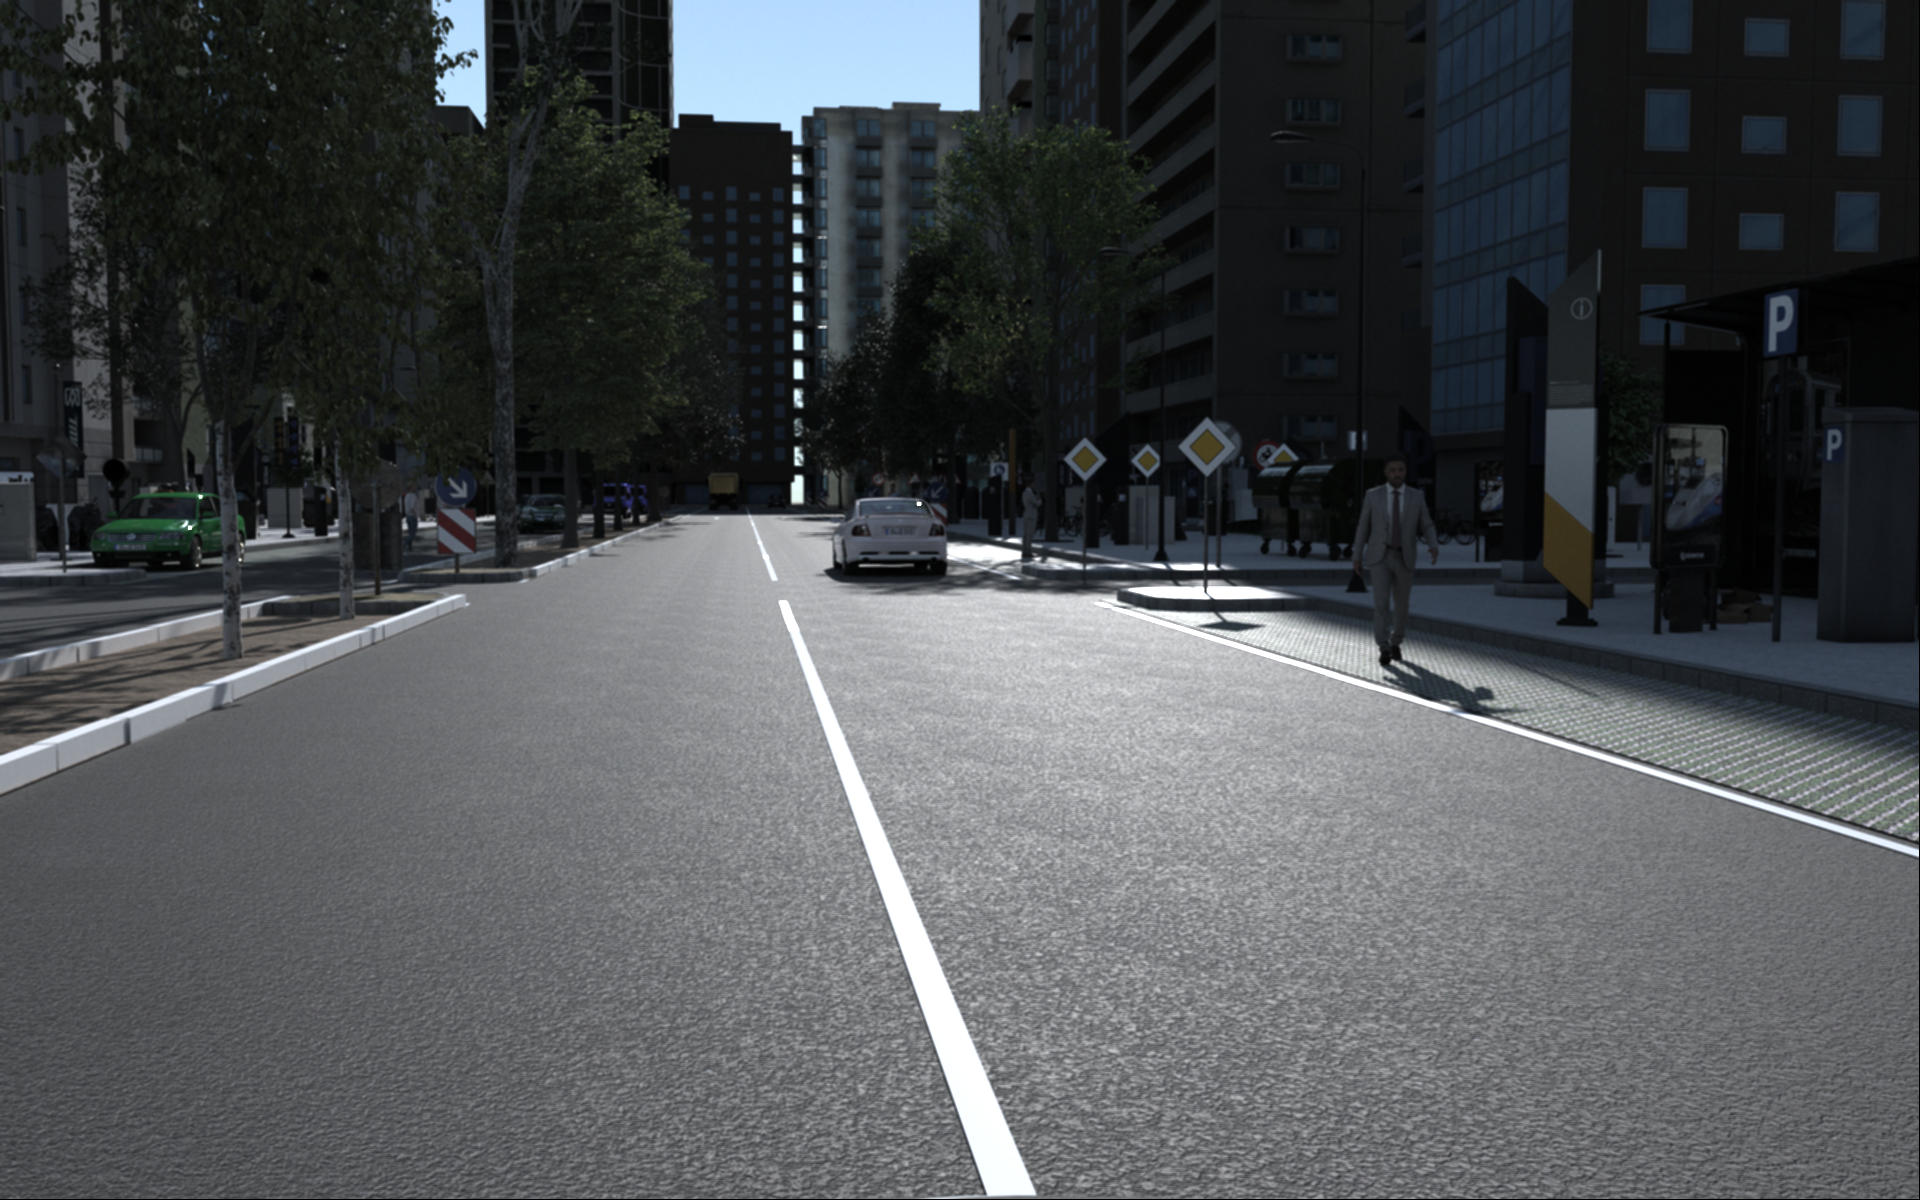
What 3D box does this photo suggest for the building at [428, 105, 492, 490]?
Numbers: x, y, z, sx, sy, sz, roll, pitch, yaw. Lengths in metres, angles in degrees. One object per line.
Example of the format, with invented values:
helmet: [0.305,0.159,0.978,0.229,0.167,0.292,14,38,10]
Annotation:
building: [-67.229,-35.617,206.031,21.600,48.544,21.300,0,4,-7]

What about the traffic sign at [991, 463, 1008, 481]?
traffic sign: [1.273,-3.296,56.023,0.606,2.300,0.079,0,4,-2]

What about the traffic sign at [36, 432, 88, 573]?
traffic sign: [-14.631,-1.505,28.245,0.795,2.450,0.064,0,4,-7]

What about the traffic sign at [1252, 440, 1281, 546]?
traffic sign: [7.224,-2.482,40.680,0.768,2.556,0.104,0,4,1]

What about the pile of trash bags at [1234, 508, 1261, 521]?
pile of trash bags: [10.891,-3.415,65.583,3.447,1.369,1.912,-1,4,-19]

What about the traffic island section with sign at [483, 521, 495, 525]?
traffic island section with sign: [-20.852,-4.357,79.869,1.989,1.847,2.006,0,4,-7]

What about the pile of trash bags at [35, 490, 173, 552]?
pile of trash bags: [-19.639,-1.814,39.409,3.447,1.369,1.912,-1,4,-22]

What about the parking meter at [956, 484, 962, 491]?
parking meter: [-0.135,-5.523,96.018,0.399,1.863,0.255,-2,4,-31]

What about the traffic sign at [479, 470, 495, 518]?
traffic sign: [-25.416,-5.699,93.190,0.884,2.594,0.081,0,4,-6]

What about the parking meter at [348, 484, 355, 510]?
parking meter: [-35.182,-5.777,100.168,0.255,1.863,0.399,1,4,10]

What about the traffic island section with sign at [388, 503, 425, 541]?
traffic island section with sign: [-17.420,-2.699,52.754,1.989,1.847,2.006,0,4,-7]

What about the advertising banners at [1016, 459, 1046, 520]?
advertising banners: [3.569,-5.478,85.755,2.074,3.025,0.090,-2,4,-33]

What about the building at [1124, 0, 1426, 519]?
building: [21.590,-28.746,93.706,21.300,48.544,21.600,0,4,-7]

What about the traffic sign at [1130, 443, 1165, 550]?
traffic sign: [4.279,-2.350,39.609,0.795,2.450,0.064,0,4,-5]

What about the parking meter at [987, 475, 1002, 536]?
parking meter: [1.065,-2.902,53.161,0.399,1.863,0.255,3,5,41]

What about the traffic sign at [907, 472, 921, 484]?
traffic sign: [-2.469,-5.783,94.550,0.884,2.594,0.081,0,4,-2]

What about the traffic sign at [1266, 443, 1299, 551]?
traffic sign: [7.271,-2.312,38.987,0.795,2.450,0.064,0,4,-3]

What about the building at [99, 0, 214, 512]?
building: [-46.826,-24.590,85.647,14.154,41.232,14.086,0,4,-7]

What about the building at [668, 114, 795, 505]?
building: [-27.323,-34.123,208.018,14.200,45.320,14.600,0,4,-7]

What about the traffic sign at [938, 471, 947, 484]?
traffic sign: [-0.964,-5.749,93.993,0.884,2.594,0.081,0,4,-3]

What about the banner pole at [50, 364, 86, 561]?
banner pole: [-17.334,-2.669,33.660,0.401,3.779,0.863,1,4,18]

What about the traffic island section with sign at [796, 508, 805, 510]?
traffic island section with sign: [-14.097,-9.222,159.408,1.989,1.847,2.006,0,4,-7]

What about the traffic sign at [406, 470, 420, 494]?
traffic sign: [-28.942,-5.603,91.715,0.768,2.556,0.104,0,4,-3]

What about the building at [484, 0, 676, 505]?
building: [-44.933,-47.065,207.760,20.611,71.187,20.563,0,4,-7]

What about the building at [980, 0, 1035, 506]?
building: [16.788,-34.661,155.949,28.713,52.752,27.495,0,4,-7]

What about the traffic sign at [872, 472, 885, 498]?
traffic sign: [-4.721,-6.148,100.623,0.768,2.556,0.104,0,4,-4]

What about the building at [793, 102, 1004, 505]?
building: [-5.672,-36.395,214.667,30.456,49.044,23.786,0,4,-7]

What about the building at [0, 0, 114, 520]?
building: [-44.330,-31.444,56.109,21.231,58.520,28.212,0,4,-7]

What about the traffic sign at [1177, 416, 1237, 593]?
traffic sign: [3.184,-1.148,22.418,0.795,2.450,0.064,0,4,-7]

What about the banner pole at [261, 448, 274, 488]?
banner pole: [-37.270,-6.326,93.439,0.401,3.779,0.863,3,5,43]

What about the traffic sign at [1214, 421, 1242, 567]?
traffic sign: [4.532,-1.847,30.306,0.768,2.556,0.104,0,4,-4]

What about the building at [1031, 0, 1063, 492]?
building: [12.396,-27.513,133.430,14.154,41.232,14.086,0,4,-7]

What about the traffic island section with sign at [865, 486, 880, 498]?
traffic island section with sign: [-4.291,-4.479,81.852,1.989,1.847,2.006,0,4,-7]

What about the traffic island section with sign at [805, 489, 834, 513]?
traffic island section with sign: [-10.575,-7.526,131.670,1.989,1.847,2.006,0,4,-7]

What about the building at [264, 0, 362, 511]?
building: [-52.822,-48.981,113.507,22.319,86.520,31.000,0,4,-7]

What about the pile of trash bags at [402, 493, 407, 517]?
pile of trash bags: [-31.519,-5.361,97.404,1.912,1.369,3.447,0,4,-7]

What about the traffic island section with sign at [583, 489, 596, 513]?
traffic island section with sign: [-27.090,-7.386,129.394,1.989,1.847,2.006,0,4,-7]

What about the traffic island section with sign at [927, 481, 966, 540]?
traffic island section with sign: [-0.914,-2.843,55.108,1.989,1.847,2.006,0,4,-7]

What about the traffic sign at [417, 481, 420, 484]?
traffic sign: [-29.498,-5.712,93.504,0.768,2.556,0.104,0,4,-4]

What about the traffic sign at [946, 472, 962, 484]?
traffic sign: [-0.322,-5.675,92.795,0.884,2.594,0.081,0,4,-5]

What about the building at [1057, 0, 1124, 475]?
building: [14.859,-28.702,119.387,14.600,45.320,14.200,0,4,-7]

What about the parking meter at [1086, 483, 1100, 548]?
parking meter: [3.130,-2.004,41.179,0.372,1.533,0.369,0,3,0]

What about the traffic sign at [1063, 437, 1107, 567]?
traffic sign: [2.183,-1.633,30.341,0.795,2.450,0.064,0,4,-7]

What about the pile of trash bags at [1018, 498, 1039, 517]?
pile of trash bags: [4.854,-5.327,96.841,3.447,1.369,1.912,1,4,14]

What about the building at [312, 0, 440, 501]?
building: [-59.938,-34.078,146.407,27.495,52.752,28.713,0,4,-7]

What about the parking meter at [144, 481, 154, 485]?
parking meter: [-37.474,-4.550,80.096,0.399,1.863,0.255,1,4,19]

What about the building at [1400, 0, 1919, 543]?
building: [22.807,-24.562,51.694,14.200,45.320,14.600,0,4,-7]

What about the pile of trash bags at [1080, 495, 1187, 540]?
pile of trash bags: [4.716,-2.365,48.428,1.912,1.369,3.447,-3,5,-45]

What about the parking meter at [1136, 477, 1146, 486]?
parking meter: [6.171,-3.239,58.676,0.399,1.863,0.255,0,4,6]

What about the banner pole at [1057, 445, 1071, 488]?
banner pole: [5.397,-6.060,89.096,0.863,3.779,0.401,-1,4,-8]

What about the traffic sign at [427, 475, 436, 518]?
traffic sign: [-28.185,-5.669,92.797,0.768,2.556,0.104,0,4,-4]

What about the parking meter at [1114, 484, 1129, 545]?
parking meter: [4.069,-2.150,43.559,0.372,1.533,0.369,0,3,0]

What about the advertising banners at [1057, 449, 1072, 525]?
advertising banners: [4.088,-4.338,67.107,0.090,3.025,2.074,1,4,20]
